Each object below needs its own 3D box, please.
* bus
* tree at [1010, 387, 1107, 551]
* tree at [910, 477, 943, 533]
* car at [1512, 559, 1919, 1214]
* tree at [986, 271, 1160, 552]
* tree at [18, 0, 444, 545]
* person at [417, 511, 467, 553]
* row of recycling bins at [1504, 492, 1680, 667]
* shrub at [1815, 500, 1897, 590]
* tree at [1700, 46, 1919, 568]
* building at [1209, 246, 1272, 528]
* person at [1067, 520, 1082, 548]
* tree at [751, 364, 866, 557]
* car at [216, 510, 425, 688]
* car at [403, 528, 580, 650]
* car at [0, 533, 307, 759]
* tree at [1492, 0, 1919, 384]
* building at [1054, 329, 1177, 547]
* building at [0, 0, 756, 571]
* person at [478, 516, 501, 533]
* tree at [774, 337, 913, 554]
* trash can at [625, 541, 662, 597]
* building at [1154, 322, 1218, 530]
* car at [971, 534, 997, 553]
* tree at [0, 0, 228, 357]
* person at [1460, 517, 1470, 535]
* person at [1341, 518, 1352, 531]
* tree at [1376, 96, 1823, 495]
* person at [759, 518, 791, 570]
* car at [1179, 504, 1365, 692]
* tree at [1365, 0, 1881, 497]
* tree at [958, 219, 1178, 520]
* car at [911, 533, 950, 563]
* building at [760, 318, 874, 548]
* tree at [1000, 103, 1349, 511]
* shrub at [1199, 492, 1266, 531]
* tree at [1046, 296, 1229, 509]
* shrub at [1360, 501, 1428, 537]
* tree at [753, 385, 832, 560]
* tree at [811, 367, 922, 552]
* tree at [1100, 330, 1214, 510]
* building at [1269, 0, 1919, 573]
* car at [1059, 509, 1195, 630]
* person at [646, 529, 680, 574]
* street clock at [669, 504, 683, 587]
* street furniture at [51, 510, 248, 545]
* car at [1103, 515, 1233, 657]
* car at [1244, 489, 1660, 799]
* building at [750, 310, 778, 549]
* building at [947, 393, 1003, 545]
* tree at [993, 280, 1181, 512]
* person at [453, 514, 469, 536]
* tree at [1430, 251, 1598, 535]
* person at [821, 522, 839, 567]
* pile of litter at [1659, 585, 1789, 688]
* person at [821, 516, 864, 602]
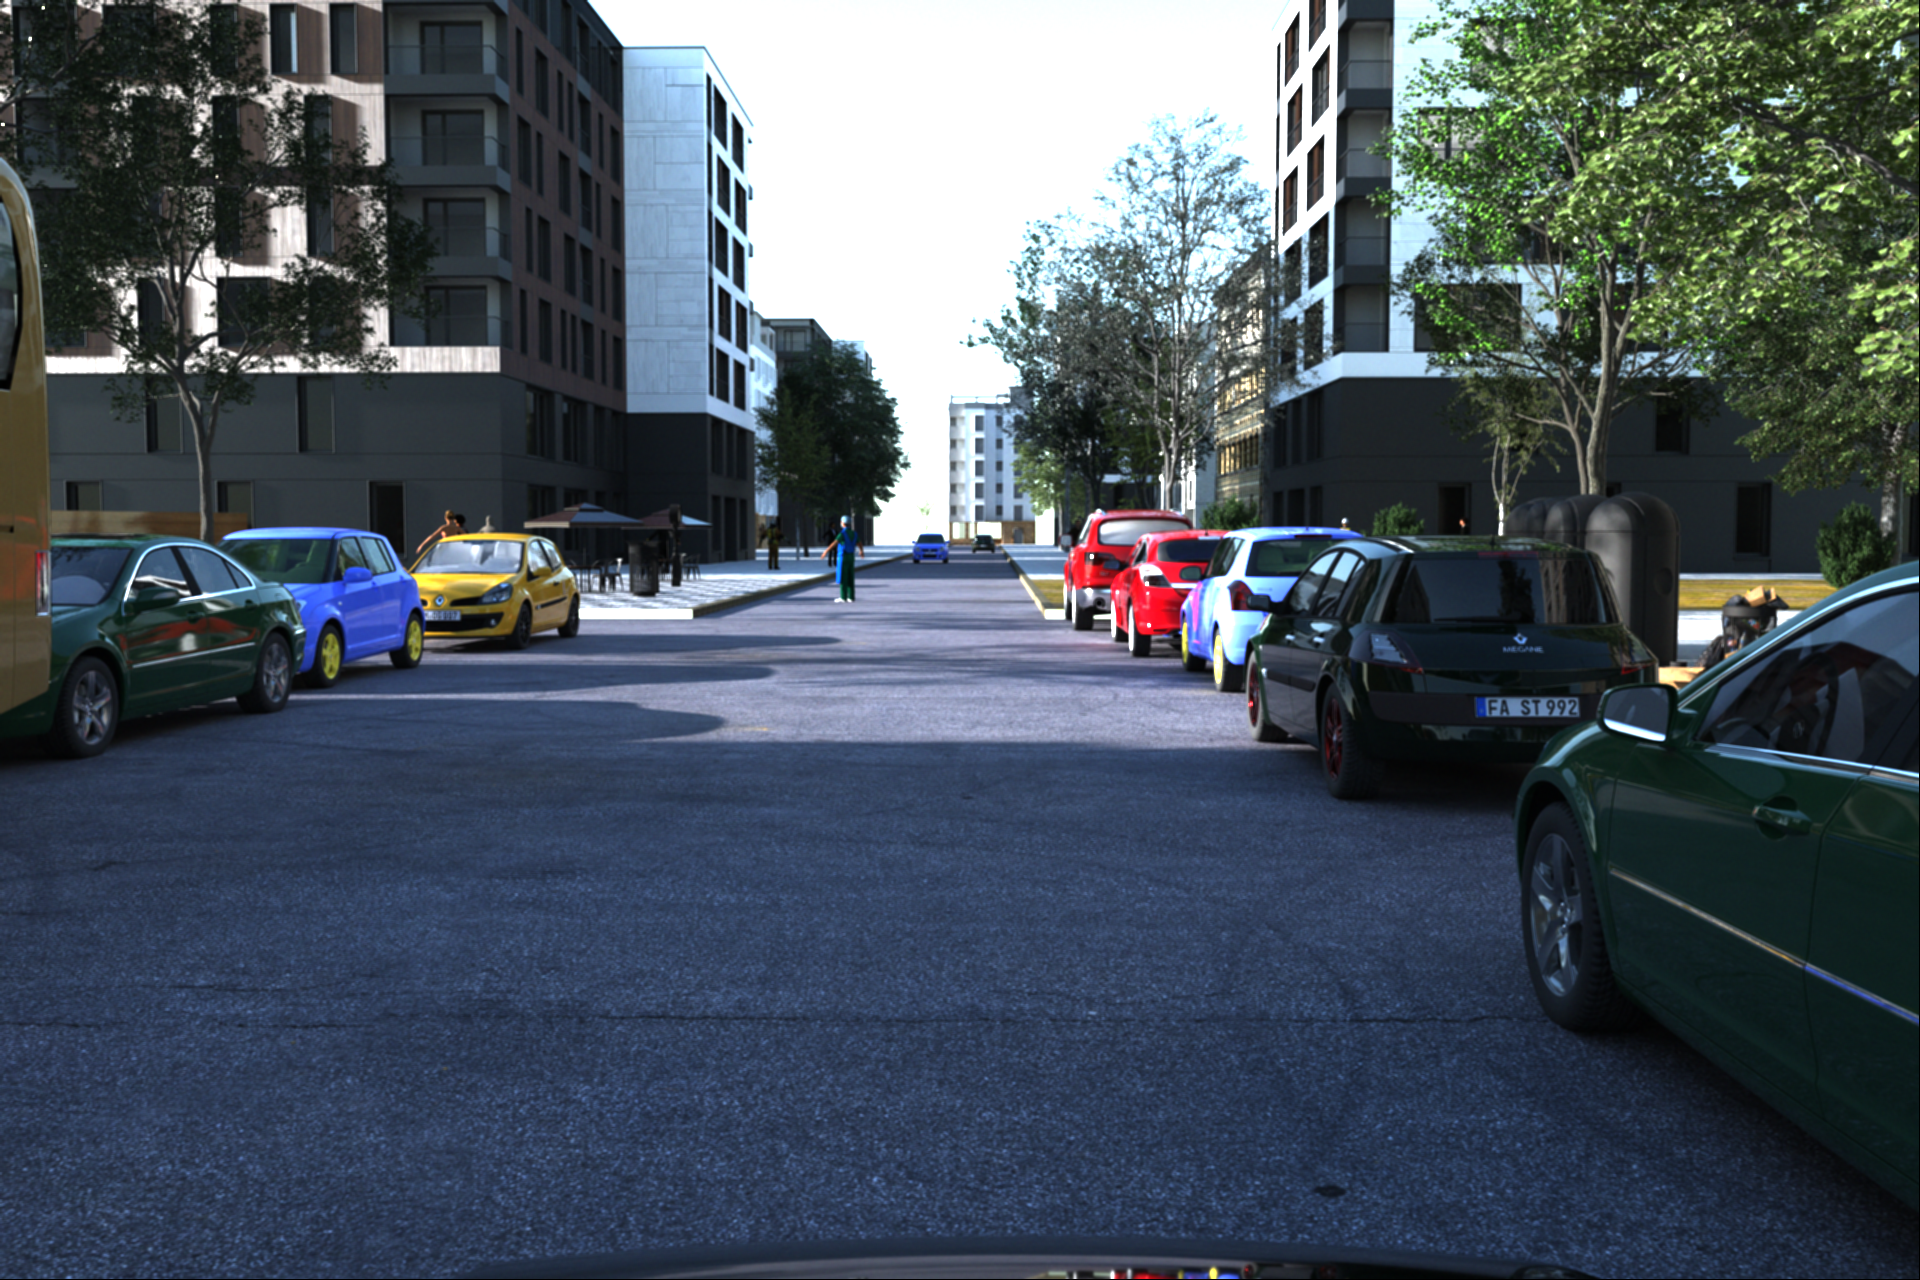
[{"bbox_3d":[-6.511,-0.743,3.692,2.896,3.916,12.252,0,4,1],"label":"bus"},{"bbox_3d":[7.459,-13.194,133.842,7.486,12.596,7.792,0,3,0],"label":"tree"},{"bbox_3d":[-3.901,-16.604,221.843,4.360,8.622,3.978,0,3,0],"label":"tree"},{"bbox_3d":[2.610,0.501,3.603,2.131,1.459,4.920,0,4,1],"label":"car"},{"bbox_3d":[8.880,-16.174,120.337,12.611,20.169,13.585,0,3,0],"label":"tree"},{"bbox_3d":[-12.398,-5.772,28.790,8.767,10.594,7.601,0,4,5],"label":"tree"},{"bbox_3d":[-9.848,-1.624,33.357,1.217,1.733,0.721,-3,4,-37],"label":"person"},{"bbox_3d":[6.580,-0.687,18.349,1.069,1.692,3.534,0,4,1],"label":"row of recycling bins"},{"bbox_3d":[19.387,-2.023,37.496,1.690,2.028,1.600,0,3,0],"label":"shrub"},{"bbox_3d":[23.619,-8.390,43.829,9.857,13.997,8.962,0,3,0],"label":"tree"},{"bbox_3d":[25.587,-16.572,101.883,19.493,23.208,18.063,0,4,1],"label":"building"},{"bbox_3d":[4.342,-3.513,63.571,1.346,1.812,0.704,-1,4,-14],"label":"person"},{"bbox_3d":[-8.840,-9.864,95.684,7.601,10.594,8.767,-1,4,-13],"label":"tree"},{"bbox_3d":[-6.668,-0.467,17.234,1.945,1.707,3.694,0,4,1],"label":"car"},{"bbox_3d":[-6.201,-0.760,22.649,2.015,1.641,3.980,0,4,1],"label":"car"},{"bbox_3d":[-6.425,-0.048,12.577,2.131,1.459,4.920,0,4,1],"label":"car"},{"bbox_3d":[8.673,-5.931,15.101,7.486,12.596,7.792,0,3,0],"label":"tree"},{"bbox_3d":[24.104,-21.102,188.985,27.936,21.610,32.646,0,4,1],"label":"building"},{"bbox_3d":[-24.669,-13.895,71.155,27.936,21.610,32.646,0,4,1],"label":"building"},{"bbox_3d":[-13.530,-2.683,49.997,1.348,1.813,0.705,1,4,15],"label":"person"},{"bbox_3d":[-7.552,-12.538,111.645,9.857,13.997,8.962,0,3,0],"label":"tree"},{"bbox_3d":[-6.513,-1.472,35.716,0.748,1.137,0.748,0,3,0],"label":"trash can"},{"bbox_3d":[27.187,-17.522,152.950,16.747,18.905,31.486,0,4,1],"label":"building"},{"bbox_3d":[1.798,-7.473,131.978,2.009,1.686,4.222,0,4,1],"label":"car"},{"bbox_3d":[-12.601,-5.166,18.881,8.767,10.594,7.601,-2,4,-25],"label":"tree"},{"bbox_3d":[15.920,-2.974,54.820,0.705,1.806,1.347,2,4,26],"label":"person"},{"bbox_3d":[12.054,-2.920,54.213,1.216,1.772,0.721,1,4,14],"label":"person"},{"bbox_3d":[12.868,-6.163,35.173,8.767,10.594,7.601,1,4,10],"label":"tree"},{"bbox_3d":[-6.748,-3.486,62.760,1.354,1.858,0.705,2,4,29],"label":"person"},{"bbox_3d":[3.170,-0.453,16.995,1.945,1.707,3.694,0,3,0],"label":"car"},{"bbox_3d":[9.637,-6.114,25.712,9.928,11.665,9.643,0,3,0],"label":"tree"},{"bbox_3d":[6.731,-15.236,105.003,12.611,20.169,13.585,0,3,0],"label":"tree"},{"bbox_3d":[-1.440,-4.676,86.036,1.945,1.707,3.694,0,4,1],"label":"car"},{"bbox_3d":[-23.992,-20.579,180.438,27.936,21.610,32.646,0,4,1],"label":"building"},{"bbox_3d":[6.125,-8.533,49.886,12.009,13.543,11.850,0,3,0],"label":"tree"},{"bbox_3d":[5.099,-1.750,32.657,1.661,2.075,1.752,0,3,0],"label":"shrub"},{"bbox_3d":[6.924,-8.182,68.187,7.601,10.594,8.767,-1,4,-15],"label":"tree"},{"bbox_3d":[10.494,-2.300,41.641,1.661,2.075,1.752,0,3,0],"label":"shrub"},{"bbox_3d":[-8.001,-8.229,84.907,4.737,8.622,4.395,0,3,0],"label":"tree"},{"bbox_3d":[-7.792,-13.282,127.529,12.009,13.543,11.850,0,3,0],"label":"tree"},{"bbox_3d":[6.517,-6.634,58.827,4.737,8.622,4.395,0,3,0],"label":"tree"},{"bbox_3d":[26.602,-13.978,72.507,27.936,21.610,32.646,0,4,1],"label":"building"},{"bbox_3d":[2.719,-1.137,27.270,2.281,1.827,5.304,0,4,1],"label":"car"},{"bbox_3d":[-9.570,-3.053,55.850,1.347,1.837,0.705,-3,5,-40],"label":"person"},{"bbox_3d":[-6.958,-2.313,42.392,0.358,2.002,0.471,0,4,3],"label":"street clock"},{"bbox_3d":[-16.449,-1.759,35.620,9.812,1.723,11.010,2,4,25],"label":"street furniture"},{"bbox_3d":[2.898,-0.774,21.693,2.155,1.783,4.494,0,4,1],"label":"car"},{"bbox_3d":[2.866,-0.059,10.745,2.009,1.686,4.222,0,4,0],"label":"car"},{"bbox_3d":[-22.125,-17.821,147.793,16.016,20.090,11.380,0,4,1],"label":"building"},{"bbox_3d":[-1.313,-22.361,224.472,11.380,20.090,16.016,0,4,-5],"label":"building"},{"bbox_3d":[6.532,-10.558,82.997,12.009,13.543,11.850,0,3,0],"label":"tree"},{"bbox_3d":[-13.836,-2.546,47.764,0.704,1.843,1.345,1,4,18],"label":"person"},{"bbox_3d":[13.641,-5.739,44.194,4.360,8.622,3.978,0,3,0],"label":"tree"},{"bbox_3d":[-4.924,-3.728,67.675,1.216,1.740,0.721,-3,4,-36],"label":"person"},{"bbox_3d":[6.357,-0.024,14.354,1.176,0.858,1.719,0,4,1],"label":"pile of litter"},{"bbox_3d":[-2.421,-1.713,36.597,0.704,1.817,1.347,3,4,36],"label":"person"}]
